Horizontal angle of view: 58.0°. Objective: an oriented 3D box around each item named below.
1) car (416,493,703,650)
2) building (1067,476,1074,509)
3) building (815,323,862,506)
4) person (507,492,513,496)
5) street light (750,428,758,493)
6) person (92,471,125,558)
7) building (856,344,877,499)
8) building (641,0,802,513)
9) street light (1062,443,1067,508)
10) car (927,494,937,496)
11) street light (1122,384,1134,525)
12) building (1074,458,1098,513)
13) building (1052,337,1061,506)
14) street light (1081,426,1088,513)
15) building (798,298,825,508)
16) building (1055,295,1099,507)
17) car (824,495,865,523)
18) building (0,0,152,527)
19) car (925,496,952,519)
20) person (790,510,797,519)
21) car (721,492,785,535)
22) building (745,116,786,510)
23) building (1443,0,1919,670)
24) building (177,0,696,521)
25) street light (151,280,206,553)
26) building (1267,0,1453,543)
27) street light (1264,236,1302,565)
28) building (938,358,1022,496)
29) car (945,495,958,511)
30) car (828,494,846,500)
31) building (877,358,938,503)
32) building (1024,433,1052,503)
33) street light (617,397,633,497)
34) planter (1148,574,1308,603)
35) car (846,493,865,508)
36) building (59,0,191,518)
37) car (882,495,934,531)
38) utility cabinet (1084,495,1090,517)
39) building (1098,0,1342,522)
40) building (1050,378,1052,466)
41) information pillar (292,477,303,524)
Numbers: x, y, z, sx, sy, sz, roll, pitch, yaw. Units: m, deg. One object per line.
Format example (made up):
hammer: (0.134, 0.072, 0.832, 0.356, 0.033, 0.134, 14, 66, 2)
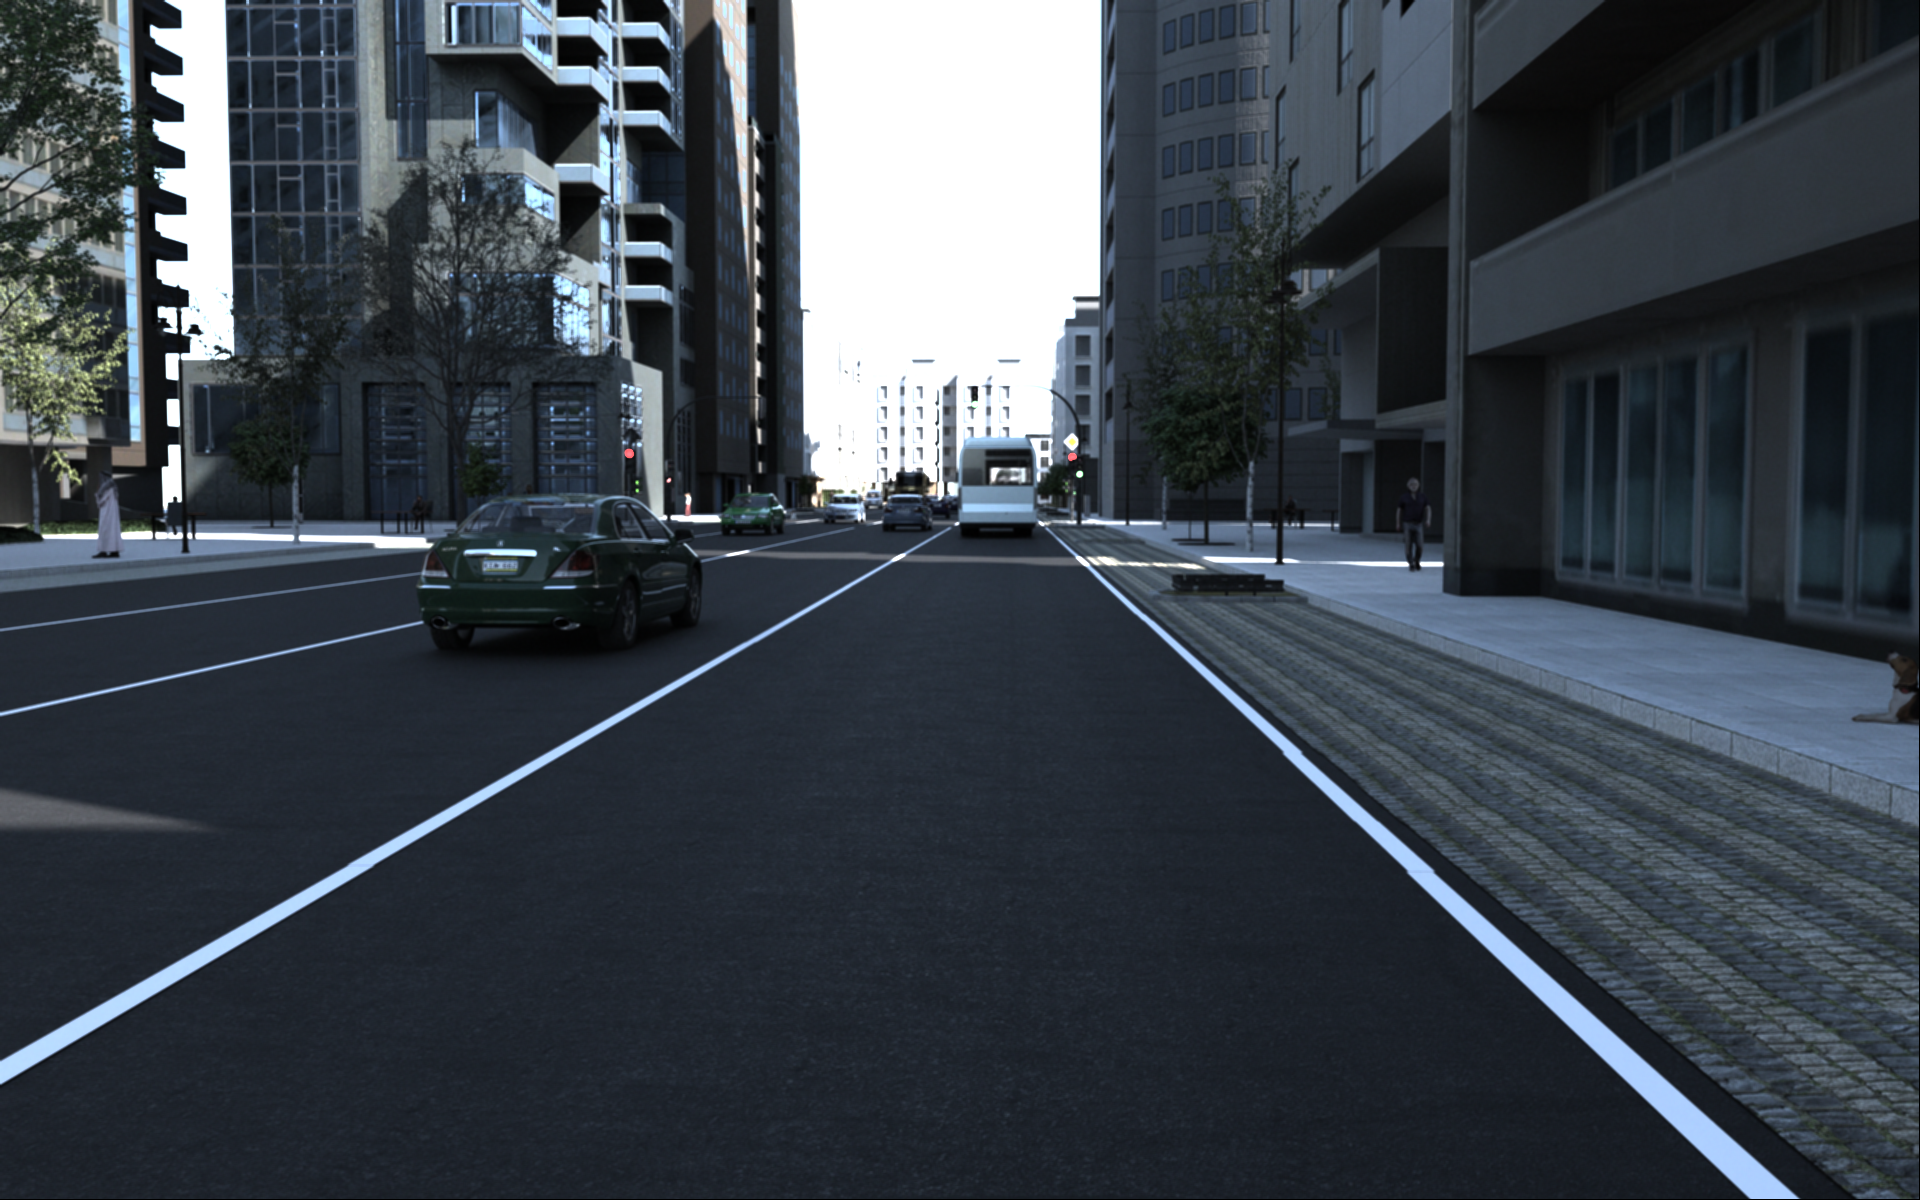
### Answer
car: (-3.855, -0.342, 17.395, 2.131, 1.459, 4.920, 0, 4, 4)
building: (25.274, -27.555, 142.405, 32.217, 40.220, 23.993, 0, 4, 2)
building: (-20.740, -20.106, 195.193, 16.747, 18.905, 31.486, 0, 4, 2)
person: (-18.024, -3.628, 69.270, 0.340, 1.345, 0.435, -3, 5, -44)
street light: (-14.437, -9.075, 121.160, 0.468, 5.910, 1.993, 0, 4, 2)
person: (-17.198, -1.724, 34.898, 0.621, 1.740, 0.551, -2, 4, -32)
building: (-17.434, -22.469, 223.794, 11.380, 20.091, 16.016, 0, 4, 2)
building: (-21.197, -30.384, 146.894, 14.600, 45.320, 14.200, 0, 4, 2)
street light: (9.356, -11.138, 154.886, 0.468, 5.910, 1.993, 0, 4, 2)
car: (-3.234, -11.235, 195.693, 2.014, 1.417, 4.499, 0, 4, 0)
street light: (6.916, -6.029, 71.354, 0.468, 5.910, 1.993, 0, 4, 2)
building: (18.622, -41.659, 119.379, 20.563, 71.187, 20.611, 0, 4, 2)
building: (19.538, -20.592, 203.131, 16.747, 18.905, 31.486, 0, 4, 2)
street light: (8.265, -8.731, 115.546, 0.468, 5.910, 1.993, 0, 4, 2)
building: (-21.880, -19.411, 173.786, 16.016, 20.091, 11.380, 0, 4, 2)
building: (17.440, -19.184, 170.083, 16.016, 20.091, 11.380, 0, 4, 2)
car: (-5.735, -4.544, 86.293, 2.014, 1.417, 4.499, 0, 4, 2)
building: (-41.838, -22.255, 55.743, 23.993, 40.220, 32.217, 0, 4, 2)
car: (-1.445, -5.501, 102.523, 1.945, 1.354, 3.894, 0, 4, 0)
person: (-9.415, -4.835, 98.035, 0.381, 0.543, 0.357, -1, 4, -20)
car: (-7.338, -3.227, 61.565, 1.959, 1.807, 4.718, 0, 4, 2)
building: (-21.328, -22.073, 132.599, 14.160, 30.474, 14.107, 0, 4, 2)
building: (16.639, -23.646, 10.311, 21.300, 48.544, 21.600, 0, 4, 2)
building: (-26.646, -47.791, 94.048, 22.319, 86.520, 31.000, 0, 4, 2)
street light: (-16.900, -3.965, 37.612, 0.468, 5.910, 1.993, 0, 4, 2)
building: (23.110, -27.722, 42.498, 28.713, 52.752, 27.495, 0, 4, 2)
street light: (5.811, -3.580, 31.318, 0.468, 5.910, 1.993, 0, 4, 2)
building: (3.155, -23.918, 247.485, 11.380, 20.091, 16.016, 0, 4, 2)
car: (-0.687, -6.987, 126.821, 1.945, 1.354, 3.894, 0, 4, 2)
car: (-11.216, -9.240, 161.293, 2.015, 1.641, 3.980, 0, 4, 2)
building: (-8.818, -23.924, 247.580, 11.380, 20.091, 16.016, 0, 4, 2)
building: (23.094, -18.444, 243.706, 28.070, 9.664, 9.099, 0, 4, 2)
street light: (-15.634, -6.618, 80.997, 0.468, 5.910, 1.993, 0, 4, 2)
planter: (3.595, -0.155, 23.670, 1.991, 0.319, 1.994, 0, 4, 2)
car: (-8.574, -7.848, 138.101, 2.009, 1.686, 4.222, 0, 4, 3)
building: (-49.374, -26.737, 87.256, 14.200, 45.320, 14.600, 0, 4, 2)
car: (-2.061, -3.444, 68.314, 2.014, 1.417, 4.499, 0, 4, 3)
utility cabinet: (7.151, -5.266, 97.260, 0.306, 1.237, 1.020, 0, 4, 0)
building: (21.802, -33.456, 89.012, 28.212, 58.520, 21.231, 0, 4, 2)
building: (19.763, -22.531, 224.795, 16.016, 20.091, 11.380, 0, 4, 2)
information pillar: (-28.377, -4.263, 74.194, 0.304, 2.012, 0.304, 1, 4, 11)
